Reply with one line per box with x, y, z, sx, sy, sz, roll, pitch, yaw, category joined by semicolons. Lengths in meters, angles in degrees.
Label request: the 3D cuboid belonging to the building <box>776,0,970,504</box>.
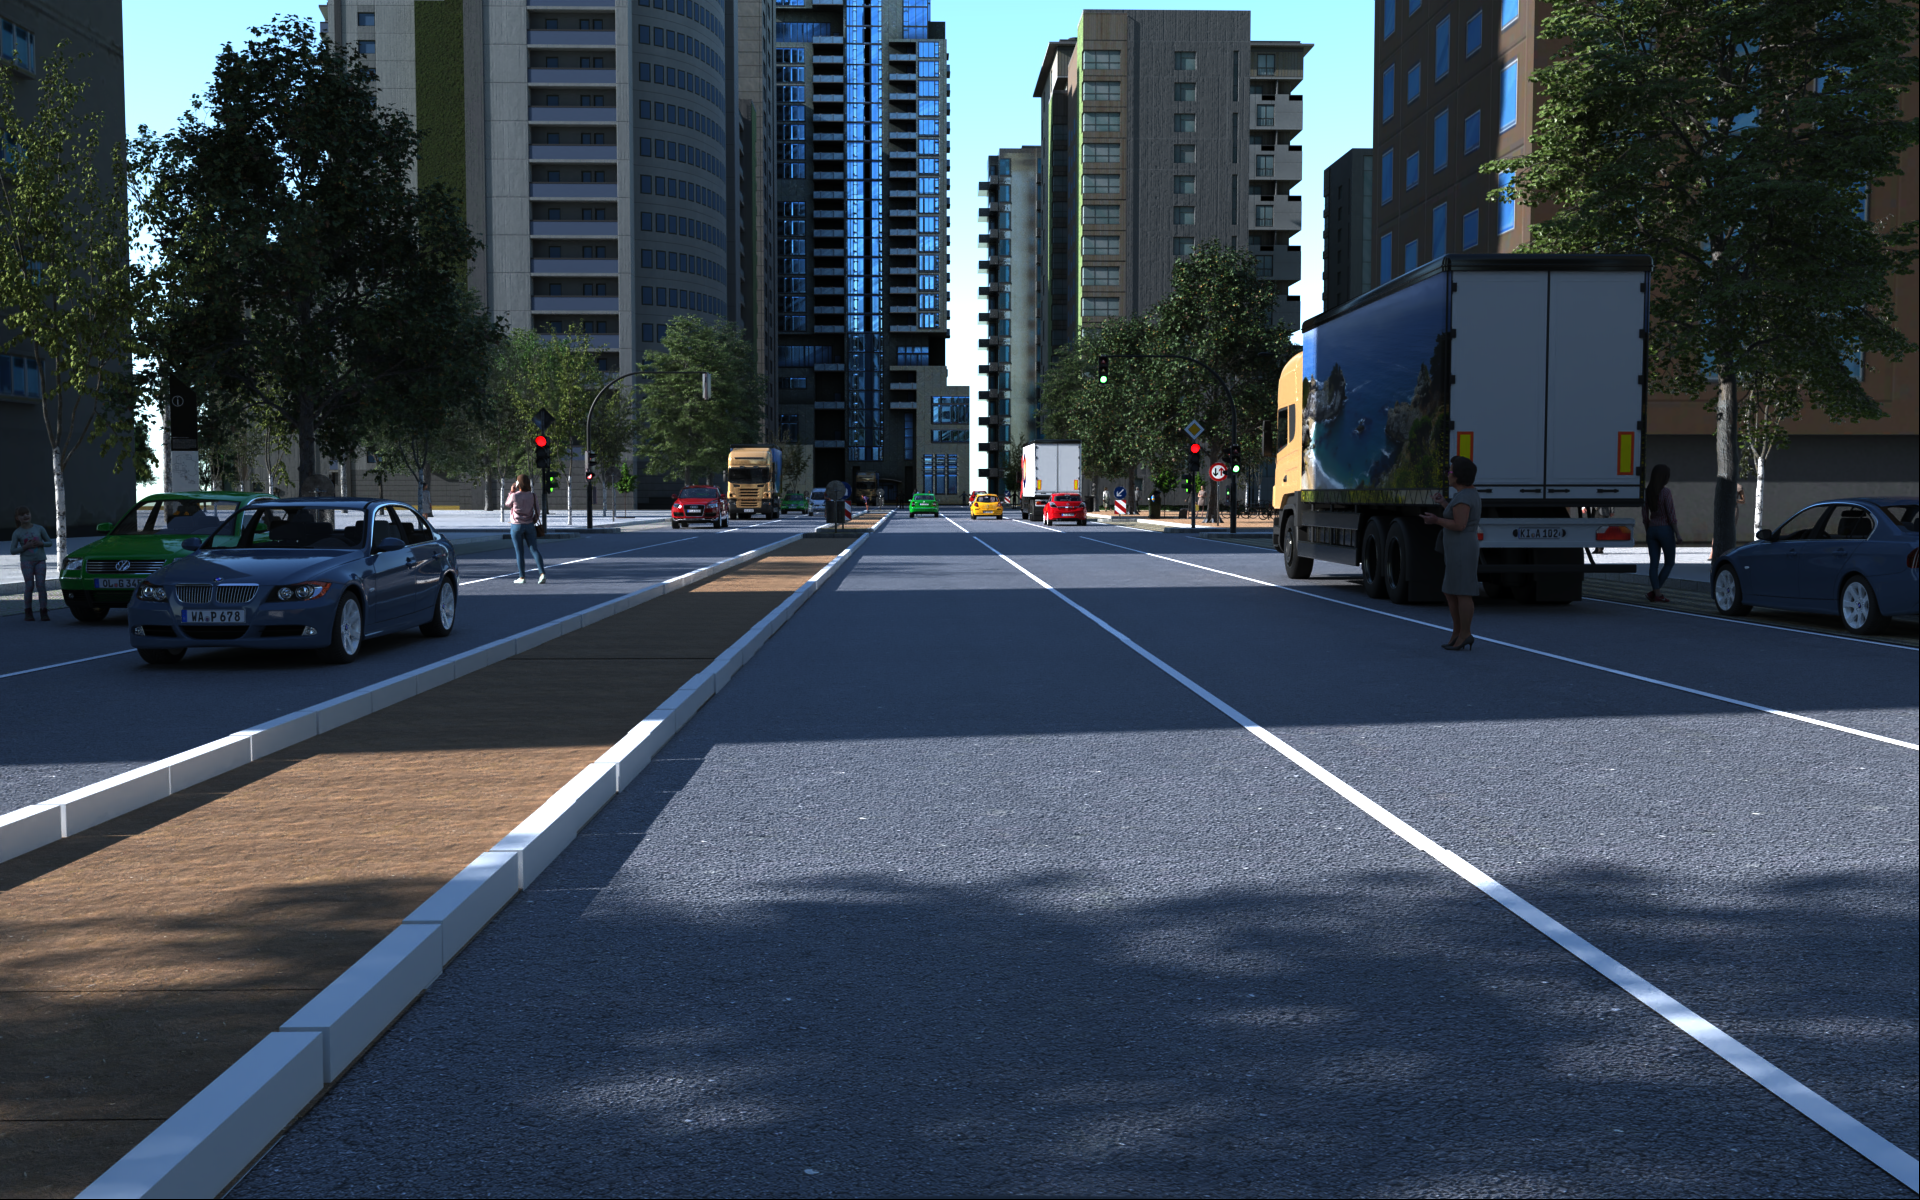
-14.479;-56.408;234.936;31.000;86.520;22.319;0;4;-2;building

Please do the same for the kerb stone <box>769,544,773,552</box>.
-4.762;-1.243;42.522;0.120;0.150;1.000;0;4;-2;kerb stone

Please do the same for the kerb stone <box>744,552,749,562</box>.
-4.589;-0.868;36.387;0.120;0.150;1.000;0;4;-2;kerb stone

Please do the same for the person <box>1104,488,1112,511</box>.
11.003;-7.494;128.850;0.573;1.790;0.520;3;5;41;person

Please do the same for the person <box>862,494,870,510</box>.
-7.740;-7.999;142.514;0.697;1.427;0.421;-1;4;-16;person

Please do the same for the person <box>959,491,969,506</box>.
0.512;-12.453;212.186;1.350;1.814;0.705;0;4;6;person

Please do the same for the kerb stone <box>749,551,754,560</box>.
-4.619;-0.927;37.410;0.120;0.150;1.000;0;4;-2;kerb stone

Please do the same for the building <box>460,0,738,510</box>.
-31.321;-37.329;152.324;21.231;58.520;28.212;0;4;-2;building

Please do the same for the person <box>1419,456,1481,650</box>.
4.536;-0.436;15.981;0.532;1.782;0.716;1;4;22;person

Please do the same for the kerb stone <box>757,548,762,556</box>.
-4.681;-1.054;39.457;0.120;0.150;1.000;0;4;-2;kerb stone

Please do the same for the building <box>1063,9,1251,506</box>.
16.953;-28.561;150.564;14.154;41.232;14.086;0;4;-2;building

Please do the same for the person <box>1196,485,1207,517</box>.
13.669;-5.609;98.099;0.599;1.781;0.374;1;4;16;person

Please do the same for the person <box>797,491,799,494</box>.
-14.604;-9.027;156.814;1.217;1.735;0.721;2;4;24;person

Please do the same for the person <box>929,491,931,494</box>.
-3.365;-11.175;191.237;0.705;1.821;1.348;0;4;-6;person

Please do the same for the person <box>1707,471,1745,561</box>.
14.709;-1.642;33.235;0.599;1.781;0.374;3;5;40;person

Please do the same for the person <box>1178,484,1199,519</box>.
11.750;-5.048;88.794;0.699;1.804;1.509;-1;4;-10;person

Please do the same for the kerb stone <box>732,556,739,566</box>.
-4.538;-0.740;34.341;0.120;0.150;1.000;0;4;-2;kerb stone

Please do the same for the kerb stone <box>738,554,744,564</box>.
-4.565;-0.800;35.365;0.120;0.150;1.000;0;4;-2;kerb stone

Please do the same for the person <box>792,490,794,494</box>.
-20.698;-12.772;215.388;0.750;1.759;0.617;3;5;41;person

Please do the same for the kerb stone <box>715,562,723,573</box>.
-4.445;-0.547;31.264;0.120;0.150;1.000;0;4;-2;kerb stone

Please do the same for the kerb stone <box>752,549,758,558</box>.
-4.648;-0.993;38.433;0.120;0.150;1.000;0;4;-2;kerb stone

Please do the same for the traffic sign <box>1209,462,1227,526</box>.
10.393;-4.258;69.720;0.768;2.556;0.104;0;4;4;traffic sign

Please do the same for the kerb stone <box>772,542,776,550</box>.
-4.788;-1.306;43.543;0.120;0.150;1.000;0;4;-2;kerb stone

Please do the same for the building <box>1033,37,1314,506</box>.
23.627;-37.336;199.677;28.713;52.752;27.495;0;4;-2;building

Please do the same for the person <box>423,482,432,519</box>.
-20.635;-3.674;66.859;0.466;1.731;0.760;-3;4;-38;person

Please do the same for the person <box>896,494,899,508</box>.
-6.518;-10.315;180.407;0.557;1.426;1.065;0;4;-7;person

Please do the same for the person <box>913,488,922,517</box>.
-2.693;-6.185;109.890;0.793;1.790;0.793;1;4;17;person

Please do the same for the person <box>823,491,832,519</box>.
-7.465;-5.453;97.634;0.573;1.828;0.580;-1;4;-16;person

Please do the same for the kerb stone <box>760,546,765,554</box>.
-4.710;-1.118;40.478;0.120;0.150;1.000;0;4;-2;kerb stone

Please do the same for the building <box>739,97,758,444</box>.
-27.986;-29.998;174.063;14.154;41.232;14.086;0;4;-2;building

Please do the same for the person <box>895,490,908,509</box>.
-5.671;-9.780;168.535;1.348;1.807;0.705;0;4;1;person

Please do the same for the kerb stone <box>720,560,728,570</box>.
-4.486;-0.616;32.285;0.120;0.150;1.000;0;4;-2;kerb stone

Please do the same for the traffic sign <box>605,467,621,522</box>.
-16.156;-4.928;80.683;0.768;2.556;0.104;0;4;1;traffic sign

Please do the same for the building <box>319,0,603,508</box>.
-57.798;-40.301;200.925;28.212;58.520;21.231;0;4;-2;building

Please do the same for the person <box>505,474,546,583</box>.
-6.911;-1.140;27.735;0.593;1.750;0.643;-3;4;-36;person

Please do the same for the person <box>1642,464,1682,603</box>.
9.196;-0.867;22.686;0.388;1.821;0.555;-3;5;-40;person

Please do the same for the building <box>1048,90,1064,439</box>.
15.976;-30.303;179.055;14.154;41.232;14.086;0;4;-2;building

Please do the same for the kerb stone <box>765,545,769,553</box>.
-4.745;-1.180;41.500;0.120;0.150;1.000;0;4;-2;kerb stone

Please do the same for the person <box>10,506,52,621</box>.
-10.485;-0.418;19.609;0.394;1.301;0.425;3;4;37;person

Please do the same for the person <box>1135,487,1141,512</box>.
12.397;-6.995;120.812;0.834;1.777;0.661;-2;4;-34;person

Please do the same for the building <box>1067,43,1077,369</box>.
17.723;-31.481;164.823;14.600;45.320;14.200;0;4;-2;building

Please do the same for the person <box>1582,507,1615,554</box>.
13.618;-1.868;36.989;0.661;1.777;0.834;2;4;27;person

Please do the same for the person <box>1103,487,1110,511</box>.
10.749;-7.406;127.351;0.478;1.798;0.641;1;4;19;person

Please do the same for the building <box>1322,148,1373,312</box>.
51.832;-32.054;207.676;14.086;41.232;14.154;0;4;-2;building

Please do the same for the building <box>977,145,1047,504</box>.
17.605;-37.801;237.647;30.456;49.044;23.786;0;4;-2;building

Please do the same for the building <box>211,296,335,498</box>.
-79.038;-26.460;204.320;14.107;30.474;14.160;0;4;-2;building

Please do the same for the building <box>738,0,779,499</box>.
-32.154;-46.643;200.861;20.611;71.187;20.563;0;4;-2;building

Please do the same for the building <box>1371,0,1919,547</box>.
20.118;-24.281;47.107;14.600;45.320;14.200;0;4;-2;building

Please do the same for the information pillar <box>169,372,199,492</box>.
-14.903;-2.564;33.278;0.504;3.616;0.183;-1;4;-21;information pillar

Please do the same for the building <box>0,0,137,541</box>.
-36.412;-25.633;42.795;21.600;48.544;21.300;0;4;-2;building

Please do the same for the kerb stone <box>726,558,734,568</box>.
-4.513;-0.680;33.315;0.120;0.150;1.000;0;4;-2;kerb stone

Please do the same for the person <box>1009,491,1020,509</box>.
5.139;-9.492;164.510;1.217;1.723;0.721;-2;4;-25;person

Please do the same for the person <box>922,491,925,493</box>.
-3.345;-9.418;163.191;0.721;1.736;1.217;1;4;10;person

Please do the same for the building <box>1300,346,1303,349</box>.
47.214;-24.239;241.340;28.899;21.520;27.650;0;4;-2;building
